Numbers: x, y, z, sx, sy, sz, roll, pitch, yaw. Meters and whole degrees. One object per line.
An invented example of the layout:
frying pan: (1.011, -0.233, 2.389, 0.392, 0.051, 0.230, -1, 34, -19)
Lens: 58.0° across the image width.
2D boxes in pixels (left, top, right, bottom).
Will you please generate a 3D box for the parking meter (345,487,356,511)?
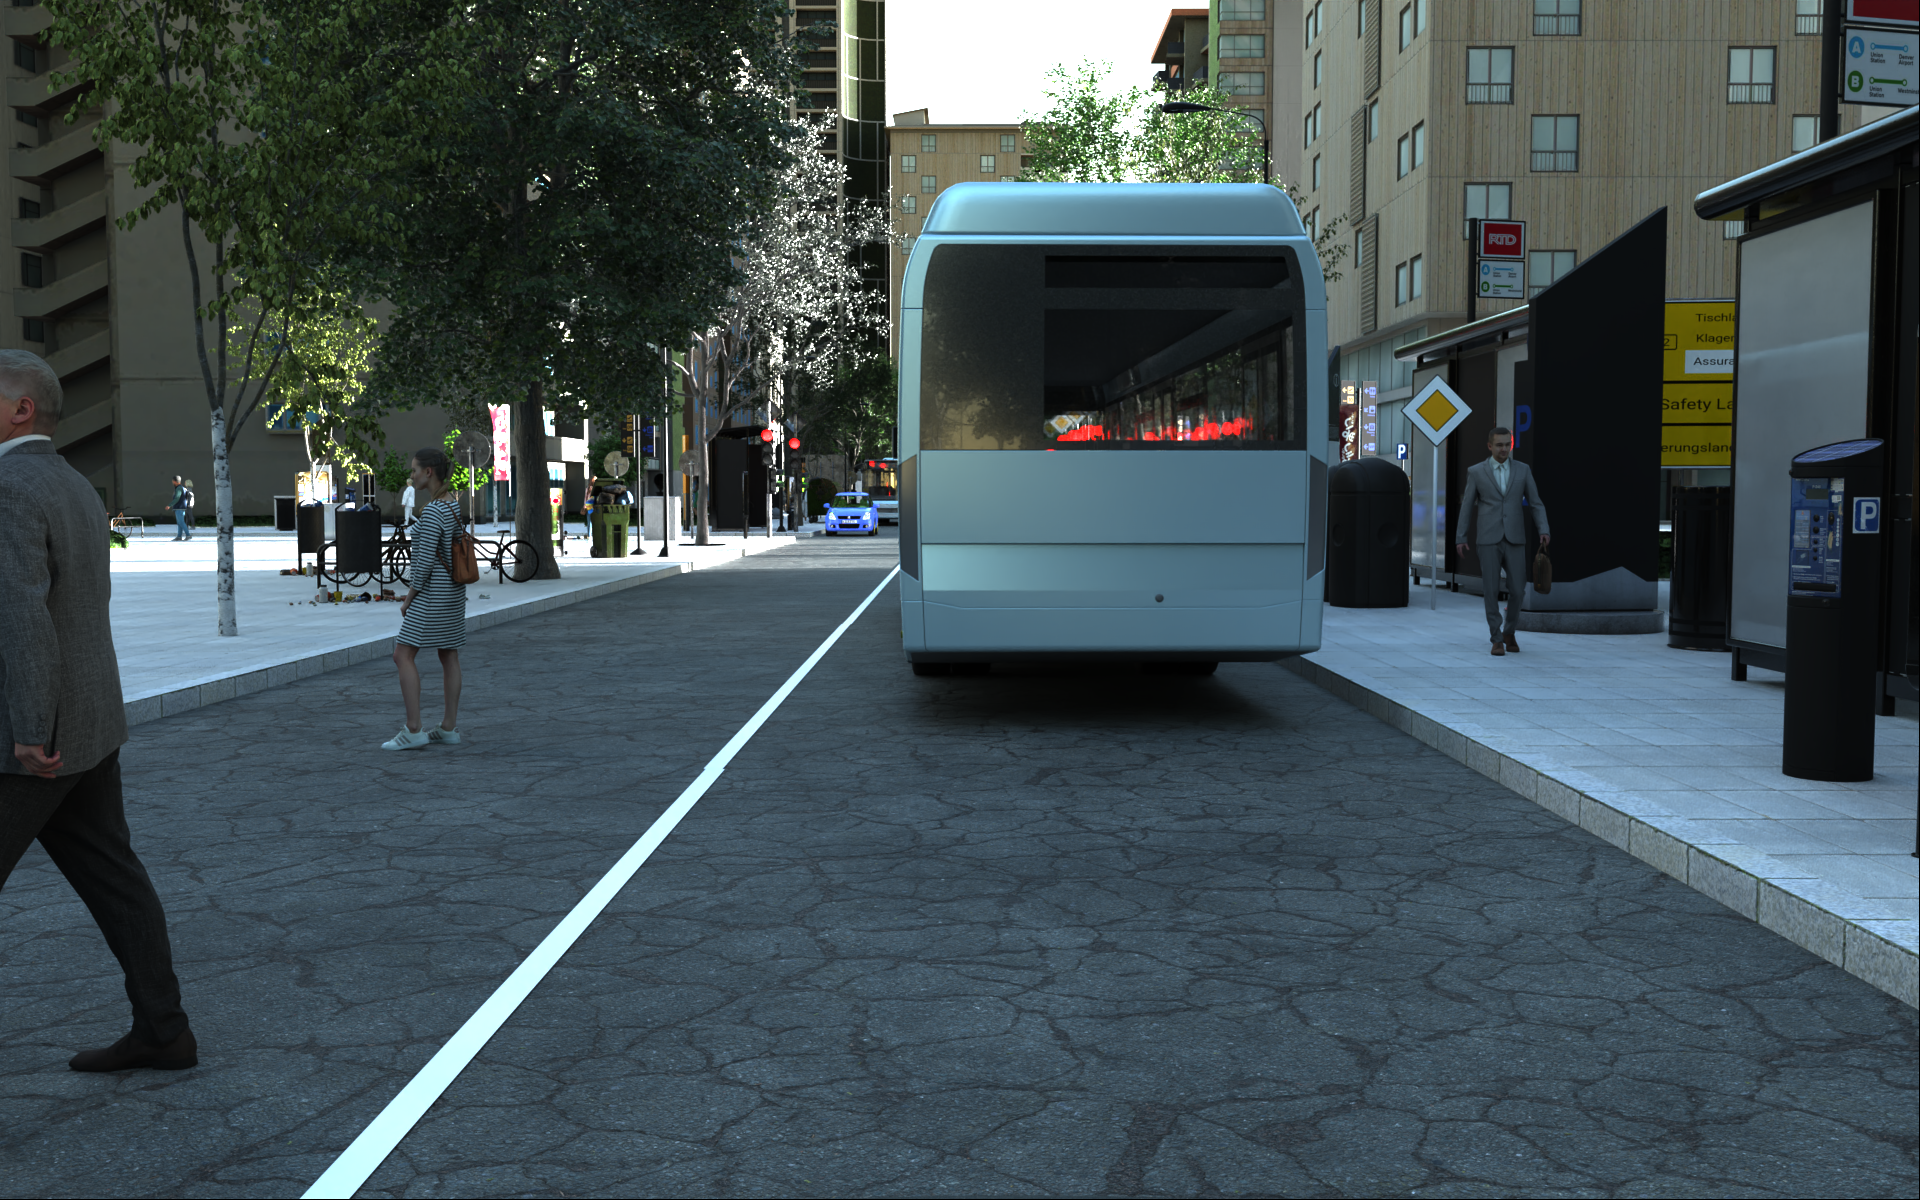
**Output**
parking meter: (-22.104, -3.328, 62.830, 0.372, 1.533, 0.369, 0, 3, 0)

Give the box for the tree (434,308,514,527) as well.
tree: (-18.322, -7.144, 67.168, 4.360, 8.622, 3.978, 0, 3, 0)

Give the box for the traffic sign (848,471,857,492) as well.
traffic sign: (-5.953, -5.758, 94.254, 0.768, 2.556, 0.104, 0, 4, 1)

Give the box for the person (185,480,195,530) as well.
person: (-27.749, -3.421, 62.152, 0.526, 1.800, 0.537, -1, 4, -14)

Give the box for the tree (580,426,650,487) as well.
tree: (-16.575, -6.097, 83.396, 4.285, 4.588, 4.351, 0, 3, 0)

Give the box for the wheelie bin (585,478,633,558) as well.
wheelie bin: (-7.026, -1.652, 34.920, 0.980, 1.594, 0.693, -3, 4, -37)

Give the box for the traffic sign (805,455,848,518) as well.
traffic sign: (-6.994, -5.930, 90.834, 2.265, 3.308, 0.079, 0, 4, 4)

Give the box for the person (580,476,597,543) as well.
person: (-9.670, -2.380, 45.551, 0.593, 1.750, 0.643, 0, 4, 0)

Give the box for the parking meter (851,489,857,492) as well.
parking meter: (-5.859, -5.299, 95.046, 0.372, 1.533, 0.369, 0, 3, 0)

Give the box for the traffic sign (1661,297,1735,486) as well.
traffic sign: (7.860, -1.479, 18.056, 2.265, 3.308, 0.079, 0, 4, 6)

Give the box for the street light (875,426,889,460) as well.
street light: (-5.226, -8.910, 118.226, 1.470, 5.913, 1.316, 0, 4, 0)

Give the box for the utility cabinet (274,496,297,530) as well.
utility cabinet: (-23.814, -3.077, 61.469, 1.020, 1.237, 0.306, 1, 4, 18)

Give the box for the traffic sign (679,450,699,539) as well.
traffic sign: (-7.711, -3.039, 49.799, 0.768, 2.556, 0.104, 0, 4, 4)

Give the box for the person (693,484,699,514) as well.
person: (-12.934, -4.844, 85.496, 0.529, 1.795, 0.600, -2, 4, -24)

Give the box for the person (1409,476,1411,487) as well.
person: (11.212, -2.244, 42.951, 0.641, 1.798, 0.478, 2, 4, 30)

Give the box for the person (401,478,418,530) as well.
person: (-19.593, -3.420, 61.840, 0.818, 1.842, 0.514, -1, 4, -21)

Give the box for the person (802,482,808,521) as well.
person: (-7.440, -4.751, 83.592, 0.514, 1.842, 0.818, 0, 4, 6)

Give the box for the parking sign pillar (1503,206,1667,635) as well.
parking sign pillar: (5.932, -1.707, 16.381, 1.447, 3.967, 1.447, -1, 4, -9)

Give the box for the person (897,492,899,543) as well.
person: (-1.588, -2.548, 49.967, 0.447, 1.846, 0.655, 0, 4, -2)

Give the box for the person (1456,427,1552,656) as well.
person: (4.343, -0.469, 13.829, 0.709, 1.813, 0.853, 0, 4, 5)

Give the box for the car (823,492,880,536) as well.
car: (-3.735, -3.085, 60.030, 1.945, 1.707, 3.694, 0, 4, 0)

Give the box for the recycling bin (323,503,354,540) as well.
recycling bin: (-17.335, -2.183, 48.248, 0.722, 1.027, 0.722, 0, 4, -1)

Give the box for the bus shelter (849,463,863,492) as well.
bus shelter: (-6.156, -7.382, 114.620, 2.014, 3.302, 5.546, 0, 4, 0)

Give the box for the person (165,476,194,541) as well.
person: (-21.251, -2.494, 47.164, 0.721, 1.781, 0.623, -2, 4, -25)

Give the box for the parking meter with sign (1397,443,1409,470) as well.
parking meter with sign: (14.513, -3.867, 59.488, 1.738, 3.016, 0.543, -2, 4, -23)

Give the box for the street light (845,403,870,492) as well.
street light: (-5.308, -7.085, 88.378, 1.470, 5.913, 1.316, 0, 4, 0)

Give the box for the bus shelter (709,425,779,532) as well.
bus shelter: (-7.675, -4.320, 61.911, 1.731, 3.624, 6.357, 0, 4, 0)

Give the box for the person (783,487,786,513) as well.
person: (-12.148, -6.947, 119.805, 0.526, 1.800, 0.537, 0, 4, -3)

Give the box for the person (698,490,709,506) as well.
person: (-12.253, -4.640, 82.493, 0.593, 1.750, 0.643, 1, 4, 22)

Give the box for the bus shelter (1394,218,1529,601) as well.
bus shelter: (7.221, -2.771, 22.946, 2.179, 5.291, 8.768, 0, 3, 0)

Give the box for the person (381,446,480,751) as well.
person: (-2.993, -0.023, 9.882, 0.522, 1.701, 0.512, 0, 4, -1)

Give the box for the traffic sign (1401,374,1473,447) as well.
traffic sign: (5.264, -1.184, 19.093, 0.795, 2.593, 0.064, 0, 4, 1)

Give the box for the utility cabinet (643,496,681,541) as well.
utility cabinet: (-8.228, -2.243, 47.841, 1.020, 1.237, 0.306, 1, 4, 20)

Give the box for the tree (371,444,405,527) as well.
tree: (-21.993, -4.425, 66.944, 1.663, 3.219, 1.824, 0, 3, 0)

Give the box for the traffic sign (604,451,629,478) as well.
traffic sign: (-10.153, -3.122, 51.148, 0.768, 2.556, 0.104, 0, 4, 7)

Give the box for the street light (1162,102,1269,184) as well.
street light: (3.089, -2.944, 20.682, 1.470, 5.913, 1.316, 0, 4, 0)

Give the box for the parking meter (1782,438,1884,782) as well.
parking meter: (3.952, 0.035, 7.844, 0.372, 1.533, 0.369, 0, 3, 0)

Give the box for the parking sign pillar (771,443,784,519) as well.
parking sign pillar: (-9.760, -6.134, 88.755, 1.447, 3.967, 1.447, -2, 4, -29)

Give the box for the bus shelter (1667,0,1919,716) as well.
bus shelter: (6.115, -2.000, 10.338, 2.179, 5.291, 8.768, 0, 3, 0)

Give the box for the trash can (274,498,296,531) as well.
trash can: (-23.514, -2.982, 60.413, 0.748, 1.137, 0.748, 0, 3, 0)

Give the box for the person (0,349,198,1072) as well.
person: (-2.306, 0.290, 4.150, 0.834, 1.777, 0.661, -1, 4, -19)

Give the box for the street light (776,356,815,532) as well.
street light: (-5.515, -5.259, 58.531, 1.470, 5.913, 1.316, 0, 4, 0)

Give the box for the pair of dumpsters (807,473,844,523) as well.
pair of dumpsters: (-6.118, -4.606, 77.809, 1.574, 2.255, 4.437, 0, 4, 0)

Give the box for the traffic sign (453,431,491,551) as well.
traffic sign: (-9.849, -2.130, 34.930, 0.768, 2.556, 0.104, 0, 4, 0)

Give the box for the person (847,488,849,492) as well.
person: (-9.382, -8.574, 146.315, 0.705, 1.814, 1.350, 0, 4, -4)

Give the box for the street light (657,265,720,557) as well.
street light: (-5.460, -3.834, 35.232, 1.470, 5.913, 1.316, 0, 4, 0)
